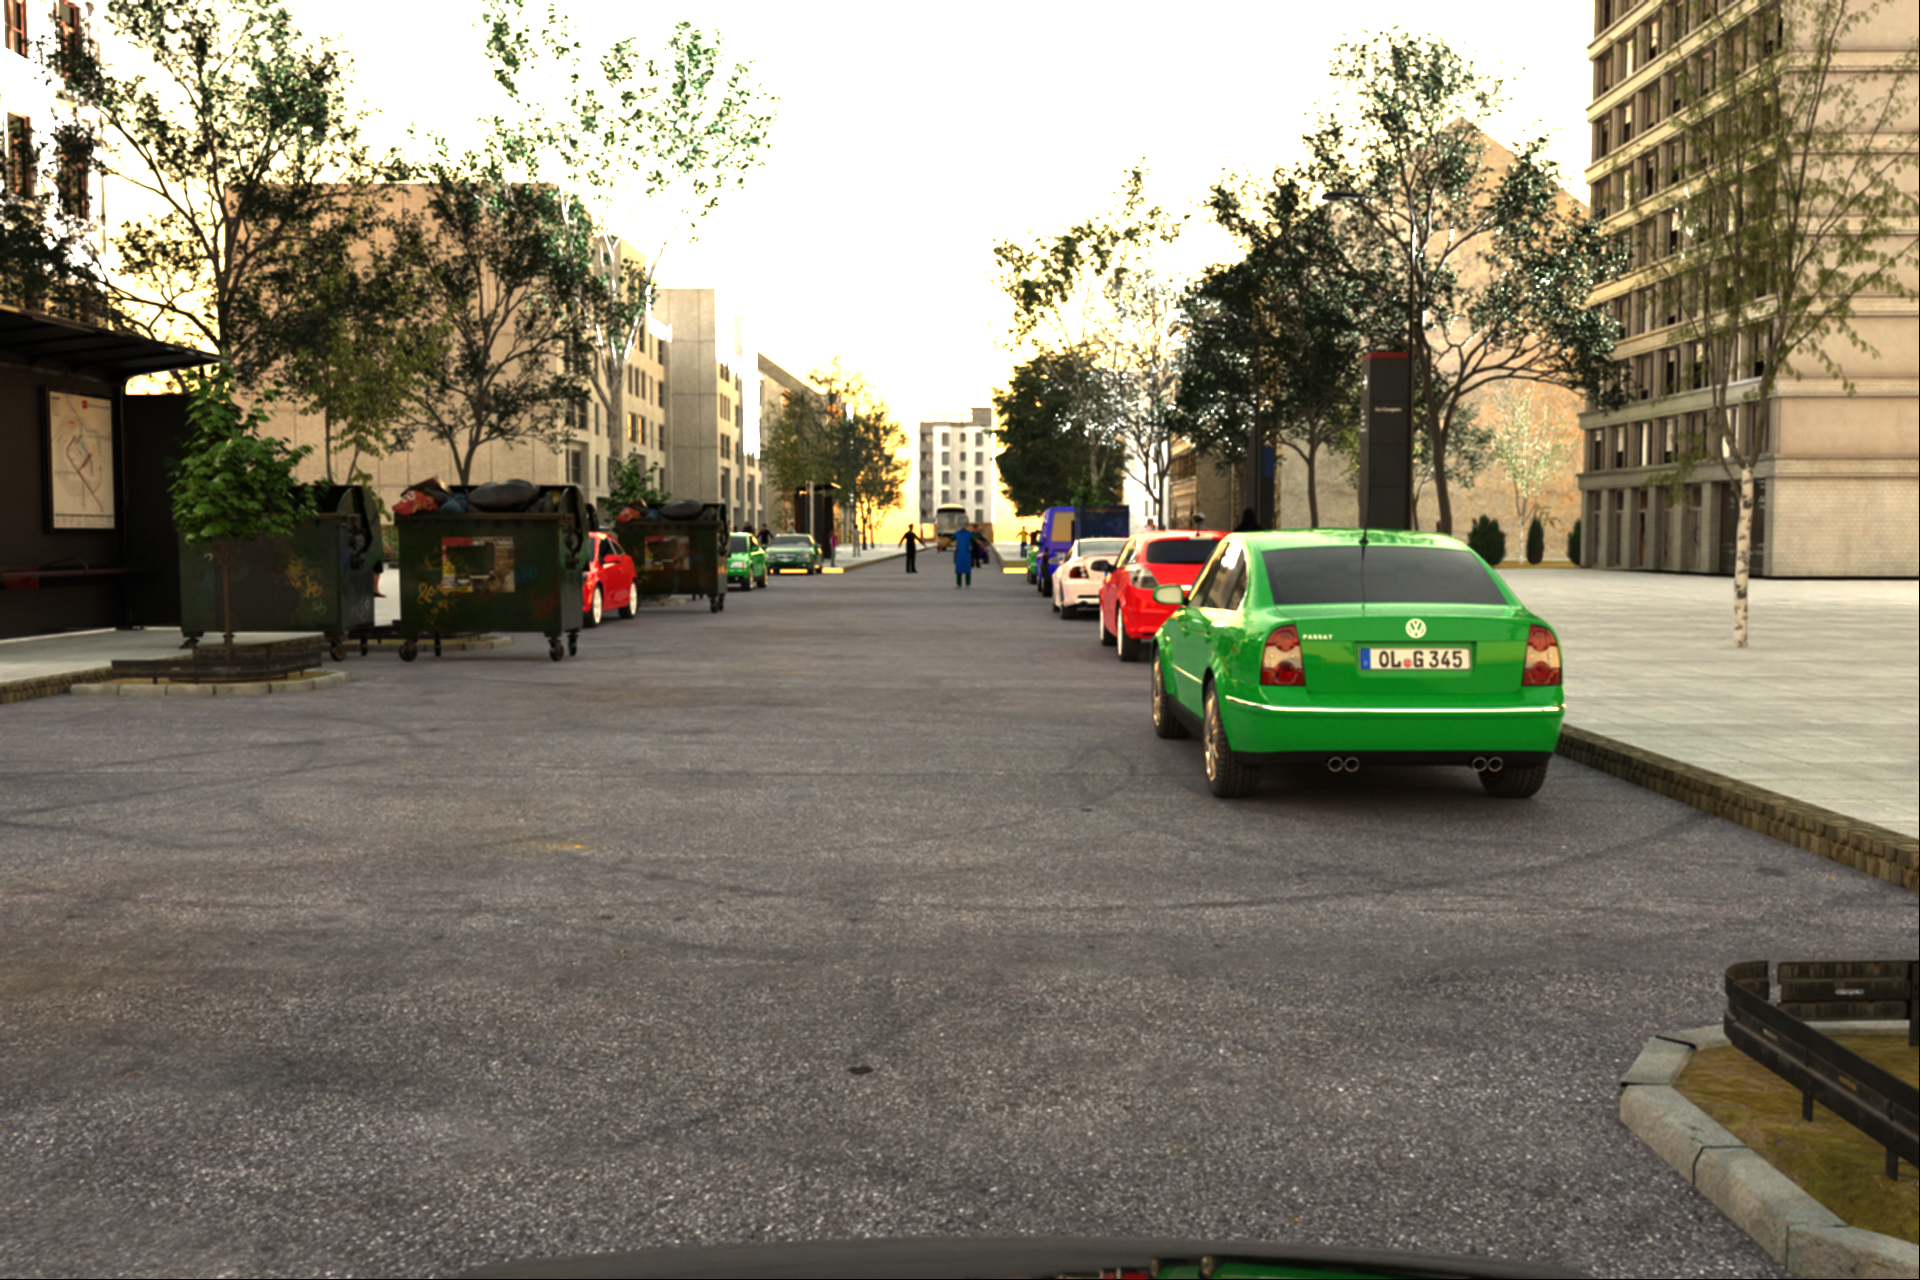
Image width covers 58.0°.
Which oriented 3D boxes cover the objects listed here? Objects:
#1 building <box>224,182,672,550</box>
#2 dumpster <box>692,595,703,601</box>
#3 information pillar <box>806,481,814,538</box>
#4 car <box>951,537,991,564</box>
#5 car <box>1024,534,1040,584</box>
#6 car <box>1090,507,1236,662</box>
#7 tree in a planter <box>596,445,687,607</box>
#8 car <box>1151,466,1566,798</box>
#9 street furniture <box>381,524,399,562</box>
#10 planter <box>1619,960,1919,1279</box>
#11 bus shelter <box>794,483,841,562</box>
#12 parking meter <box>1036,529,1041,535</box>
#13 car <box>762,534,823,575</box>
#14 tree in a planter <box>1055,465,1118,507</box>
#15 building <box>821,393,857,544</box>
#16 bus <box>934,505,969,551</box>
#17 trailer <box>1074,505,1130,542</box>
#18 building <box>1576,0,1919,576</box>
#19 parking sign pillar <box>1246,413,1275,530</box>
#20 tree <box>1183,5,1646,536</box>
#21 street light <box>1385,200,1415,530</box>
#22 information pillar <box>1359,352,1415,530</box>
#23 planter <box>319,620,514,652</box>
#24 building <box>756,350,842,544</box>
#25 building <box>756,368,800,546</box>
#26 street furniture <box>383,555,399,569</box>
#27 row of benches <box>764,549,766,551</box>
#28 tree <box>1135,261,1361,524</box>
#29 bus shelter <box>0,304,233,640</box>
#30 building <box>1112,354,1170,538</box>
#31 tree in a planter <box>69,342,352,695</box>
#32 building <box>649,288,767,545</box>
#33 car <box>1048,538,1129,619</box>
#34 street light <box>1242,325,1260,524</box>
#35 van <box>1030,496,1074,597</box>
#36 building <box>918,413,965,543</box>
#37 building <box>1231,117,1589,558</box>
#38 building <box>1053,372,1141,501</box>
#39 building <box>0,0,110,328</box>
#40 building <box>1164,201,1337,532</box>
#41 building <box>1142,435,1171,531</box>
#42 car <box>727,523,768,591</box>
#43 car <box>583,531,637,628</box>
[{"bbox_3d":[-28.443,-14.483,103.252,16.747,18.905,31.486,0,4,1],"label":"building"},{"bbox_3d":[-6.431,-1.807,37.763,1.865,1.857,1.264,0,4,1],"label":"dumpster"},{"bbox_3d":[-6.672,-5.250,77.158,0.184,3.620,1.656,0,4,1],"label":"information pillar"},{"bbox_3d":[0.550,-4.458,85.475,1.945,1.354,3.894,0,3,0],"label":"car"},{"bbox_3d":[2.879,-2.564,50.724,1.959,1.807,4.718,0,4,0],"label":"car"},{"bbox_3d":[2.686,-0.727,20.928,2.155,1.783,4.494,0,4,0],"label":"car"},{"bbox_3d":[-6.610,-2.310,34.987,1.991,3.239,1.994,0,4,1],"label":"tree in a planter"},{"bbox_3d":[2.247,-0.121,10.770,1.959,1.807,4.718,0,3,0],"label":"car"},{"bbox_3d":[-27.148,-4.360,78.138,9.812,1.723,11.010,-1,4,-12],"label":"street furniture"},{"bbox_3d":[2.603,1.058,3.840,1.991,0.319,1.994,0,4,0],"label":"planter"},{"bbox_3d":[-6.792,-5.607,82.962,1.731,3.624,6.357,0,3,0],"label":"bus shelter"},{"bbox_3d":[3.846,-4.618,83.909,0.372,1.533,0.369,0,3,0],"label":"parking meter"},{"bbox_3d":[-5.974,-3.075,62.068,2.131,1.459,4.920,0,4,1],"label":"car"},{"bbox_3d":[3.265,-2.916,44.894,1.991,3.239,1.994,0,4,1],"label":"tree in a planter"},{"bbox_3d":[-23.550,-22.446,233.454,16.747,18.905,31.486,0,4,1],"label":"building"},{"bbox_3d":[-0.676,-9.625,148.918,2.896,3.916,12.252,0,4,1],"label":"bus"},{"bbox_3d":[2.882,-1.768,35.959,1.471,1.999,3.904,0,4,1],"label":"trailer"},{"bbox_3d":[26.702,-12.744,55.037,8.464,21.280,15.925,0,4,1],"label":"building"},{"bbox_3d":[6.777,-3.105,39.245,1.447,3.967,1.447,0,4,1],"label":"parking sign pillar"},{"bbox_3d":[8.454,-5.879,30.538,8.767,10.594,7.601,-3,4,-37],"label":"tree"},{"bbox_3d":[6.666,-3.121,23.567,1.470,5.913,1.316,0,4,1],"label":"street light"},{"bbox_3d":[6.141,-2.177,24.973,0.750,3.857,0.750,0,4,1],"label":"information pillar"},{"bbox_3d":[-6.818,-0.058,22.088,1.991,0.319,1.994,0,4,2],"label":"planter"},{"bbox_3d":[-24.373,-23.061,207.980,19.493,23.208,18.063,0,4,1],"label":"building"},{"bbox_3d":[-27.707,-21.904,189.062,19.493,23.208,18.063,0,4,1],"label":"building"},{"bbox_3d":[-17.264,-3.508,64.212,11.010,1.723,9.812,2,4,32],"label":"street furniture"},{"bbox_3d":[-7.950,-3.523,73.062,1.422,0.672,4.104,1,4,13],"label":"row of benches"},{"bbox_3d":[9.401,-7.441,56.079,7.601,10.594,8.767,-3,5,-41],"label":"tree"},{"bbox_3d":[-10.596,-1.762,20.097,1.731,3.624,6.357,0,4,1],"label":"bus shelter"},{"bbox_3d":[26.561,-21.932,189.516,19.493,23.208,18.063,0,4,1],"label":"building"},{"bbox_3d":[-6.919,-1.166,16.281,1.991,3.239,1.994,0,4,2],"label":"tree in a planter"},{"bbox_3d":[-25.826,-16.752,140.345,16.747,18.905,31.486,0,3,0],"label":"building"},{"bbox_3d":[2.619,-1.107,30.469,2.083,1.381,4.827,0,4,0],"label":"car"},{"bbox_3d":[6.993,-3.976,37.554,1.470,5.913,1.316,0,4,1],"label":"street light"},{"bbox_3d":[2.827,-2.247,41.119,2.240,2.365,5.245,0,4,0],"label":"van"},{"bbox_3d":[-5.896,-24.580,260.753,11.380,20.090,16.016,0,4,-4],"label":"building"},{"bbox_3d":[26.397,-16.483,100.432,19.493,23.208,18.063,0,4,1],"label":"building"},{"bbox_3d":[25.347,-23.845,233.837,27.936,21.610,32.646,0,4,1],"label":"building"},{"bbox_3d":[-31.344,-12.685,43.556,11.583,22.565,21.152,0,3,0],"label":"building"},{"bbox_3d":[24.693,-17.664,119.730,19.493,23.208,18.063,0,4,1],"label":"building"},{"bbox_3d":[20.918,-12.336,143.840,9.099,9.664,28.070,0,4,1],"label":"building"},{"bbox_3d":[-6.092,-2.213,44.971,1.959,1.807,4.718,0,4,1],"label":"car"},{"bbox_3d":[-6.416,-1.150,27.836,2.155,1.783,4.494,0,4,1],"label":"car"}]
